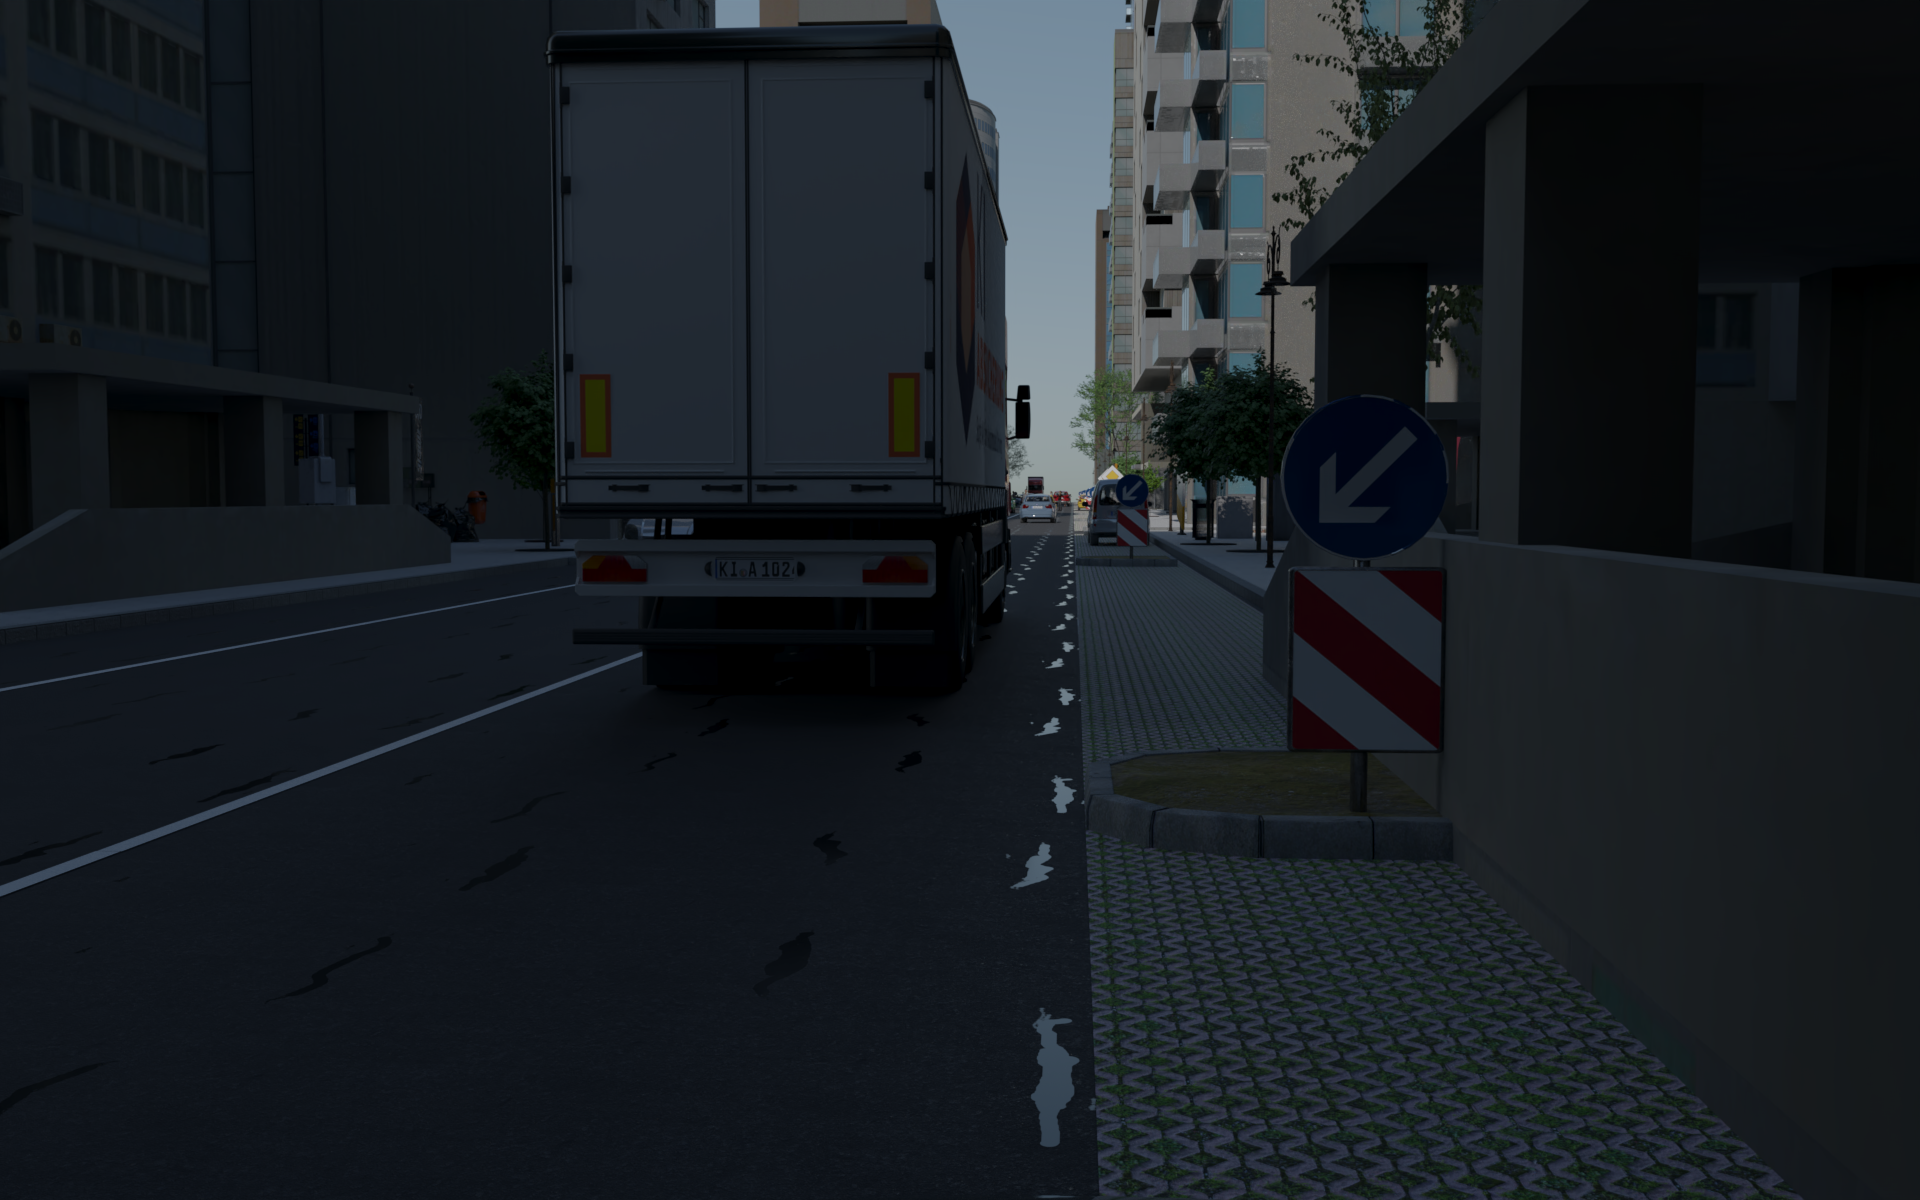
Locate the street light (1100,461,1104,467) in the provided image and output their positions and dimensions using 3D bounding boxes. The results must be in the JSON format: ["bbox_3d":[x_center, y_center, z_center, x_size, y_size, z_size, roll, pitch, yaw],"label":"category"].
[{"bbox_3d":[15.821,-13.235,189.176,0.468,5.910,1.993,0,4,4],"label":"street light"}]

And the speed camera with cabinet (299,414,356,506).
[{"bbox_3d":[-15.549,-2.998,43.355,0.660,3.252,2.038,2,4,27],"label":"speed camera with cabinet"}]

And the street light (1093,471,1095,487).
[{"bbox_3d":[19.175,-16.427,241.365,0.468,5.910,1.993,0,4,4],"label":"street light"}]

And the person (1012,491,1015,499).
[{"bbox_3d":[6.393,-12.269,209.104,0.705,1.824,1.348,-2,4,-26],"label":"person"}]

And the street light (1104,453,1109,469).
[{"bbox_3d":[13.760,-11.423,159.546,0.468,5.910,1.993,0,4,4],"label":"street light"}]

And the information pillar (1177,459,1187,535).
[{"bbox_3d":[6.933,-3.848,54.271,0.183,3.616,0.504,-1,4,-14],"label":"information pillar"}]

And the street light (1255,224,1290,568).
[{"bbox_3d":[5.401,-3.499,30.001,0.468,5.910,1.993,0,4,4],"label":"street light"}]

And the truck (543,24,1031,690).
[{"bbox_3d":[-0.895,-1.659,16.032,2.839,4.237,11.283,0,4,4],"label":"truck"}]

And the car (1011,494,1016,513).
[{"bbox_3d":[3.216,-7.393,129.676,1.959,1.807,4.718,0,4,4],"label":"car"}]

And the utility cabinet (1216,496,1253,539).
[{"bbox_3d":[7.923,-2.373,49.961,1.020,1.237,0.306,0,4,-1],"label":"utility cabinet"}]

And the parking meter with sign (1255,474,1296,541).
[{"bbox_3d":[8.802,-3.131,47.457,1.738,3.016,0.543,-2,4,-27],"label":"parking meter with sign"}]

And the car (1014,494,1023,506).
[{"bbox_3d":[7.369,-11.814,205.152,2.014,1.417,4.499,0,4,4],"label":"car"}]

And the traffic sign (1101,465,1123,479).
[{"bbox_3d":[5.292,-3.458,60.173,0.795,2.450,0.064,0,4,4],"label":"traffic sign"}]

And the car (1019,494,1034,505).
[{"bbox_3d":[7.836,-11.501,197.085,2.155,1.783,4.494,0,4,3],"label":"car"}]

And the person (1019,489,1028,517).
[{"bbox_3d":[3.800,-5.607,100.927,0.760,1.731,0.466,1,4,14],"label":"person"}]

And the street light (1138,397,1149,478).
[{"bbox_3d":[8.770,-6.721,82.674,0.468,5.910,1.993,0,4,4],"label":"street light"}]

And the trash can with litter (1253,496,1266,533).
[{"bbox_3d":[9.817,-2.840,57.492,1.678,1.210,2.233,-1,4,-16],"label":"trash can with litter"}]

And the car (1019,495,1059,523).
[{"bbox_3d":[3.942,-4.587,87.000,2.014,1.417,4.499,0,4,5],"label":"car"}]

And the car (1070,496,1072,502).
[{"bbox_3d":[18.079,-17.585,296.561,2.155,1.783,4.494,0,4,3],"label":"car"}]

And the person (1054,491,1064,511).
[{"bbox_3d":[8.387,-8.376,146.271,0.721,1.723,1.217,-3,5,-41],"label":"person"}]

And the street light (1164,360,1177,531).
[{"bbox_3d":[7.273,-5.312,59.643,0.468,5.910,1.993,0,4,4],"label":"street light"}]

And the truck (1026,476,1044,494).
[{"bbox_3d":[12.151,-17.686,278.075,2.839,4.237,11.283,0,4,4],"label":"truck"}]

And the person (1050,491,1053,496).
[{"bbox_3d":[9.299,-10.334,178.249,0.721,1.735,1.217,-1,4,-16],"label":"person"}]

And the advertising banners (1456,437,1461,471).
[{"bbox_3d":[13.588,-3.338,50.757,2.074,3.025,0.090,1,4,23],"label":"advertising banners"}]

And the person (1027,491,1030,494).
[{"bbox_3d":[9.560,-14.337,242.535,1.348,1.869,0.705,2,4,26],"label":"person"}]

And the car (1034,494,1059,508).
[{"bbox_3d":[5.160,-5.971,107.843,2.015,1.641,3.980,0,4,3],"label":"car"}]

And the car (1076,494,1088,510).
[{"bbox_3d":[11.342,-8.818,154.401,2.015,1.641,3.980,0,4,3],"label":"car"}]

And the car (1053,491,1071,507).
[{"bbox_3d":[11.516,-11.531,197.203,2.281,1.827,5.304,0,4,4],"label":"car"}]

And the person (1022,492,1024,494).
[{"bbox_3d":[8.358,-13.391,228.155,1.217,1.736,0.721,3,4,36],"label":"person"}]

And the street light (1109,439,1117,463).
[{"bbox_3d":[12.693,-10.368,142.305,0.468,5.910,1.993,0,4,4],"label":"street light"}]

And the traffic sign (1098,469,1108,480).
[{"bbox_3d":[5.813,-3.945,68.141,0.795,2.450,0.064,0,4,4],"label":"traffic sign"}]

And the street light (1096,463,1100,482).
[{"bbox_3d":[17.669,-15.056,218.957,0.468,5.910,1.993,0,4,4],"label":"street light"}]

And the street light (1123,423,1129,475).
[{"bbox_3d":[10.816,-8.555,112.664,0.468,5.910,1.993,0,4,4],"label":"street light"}]
